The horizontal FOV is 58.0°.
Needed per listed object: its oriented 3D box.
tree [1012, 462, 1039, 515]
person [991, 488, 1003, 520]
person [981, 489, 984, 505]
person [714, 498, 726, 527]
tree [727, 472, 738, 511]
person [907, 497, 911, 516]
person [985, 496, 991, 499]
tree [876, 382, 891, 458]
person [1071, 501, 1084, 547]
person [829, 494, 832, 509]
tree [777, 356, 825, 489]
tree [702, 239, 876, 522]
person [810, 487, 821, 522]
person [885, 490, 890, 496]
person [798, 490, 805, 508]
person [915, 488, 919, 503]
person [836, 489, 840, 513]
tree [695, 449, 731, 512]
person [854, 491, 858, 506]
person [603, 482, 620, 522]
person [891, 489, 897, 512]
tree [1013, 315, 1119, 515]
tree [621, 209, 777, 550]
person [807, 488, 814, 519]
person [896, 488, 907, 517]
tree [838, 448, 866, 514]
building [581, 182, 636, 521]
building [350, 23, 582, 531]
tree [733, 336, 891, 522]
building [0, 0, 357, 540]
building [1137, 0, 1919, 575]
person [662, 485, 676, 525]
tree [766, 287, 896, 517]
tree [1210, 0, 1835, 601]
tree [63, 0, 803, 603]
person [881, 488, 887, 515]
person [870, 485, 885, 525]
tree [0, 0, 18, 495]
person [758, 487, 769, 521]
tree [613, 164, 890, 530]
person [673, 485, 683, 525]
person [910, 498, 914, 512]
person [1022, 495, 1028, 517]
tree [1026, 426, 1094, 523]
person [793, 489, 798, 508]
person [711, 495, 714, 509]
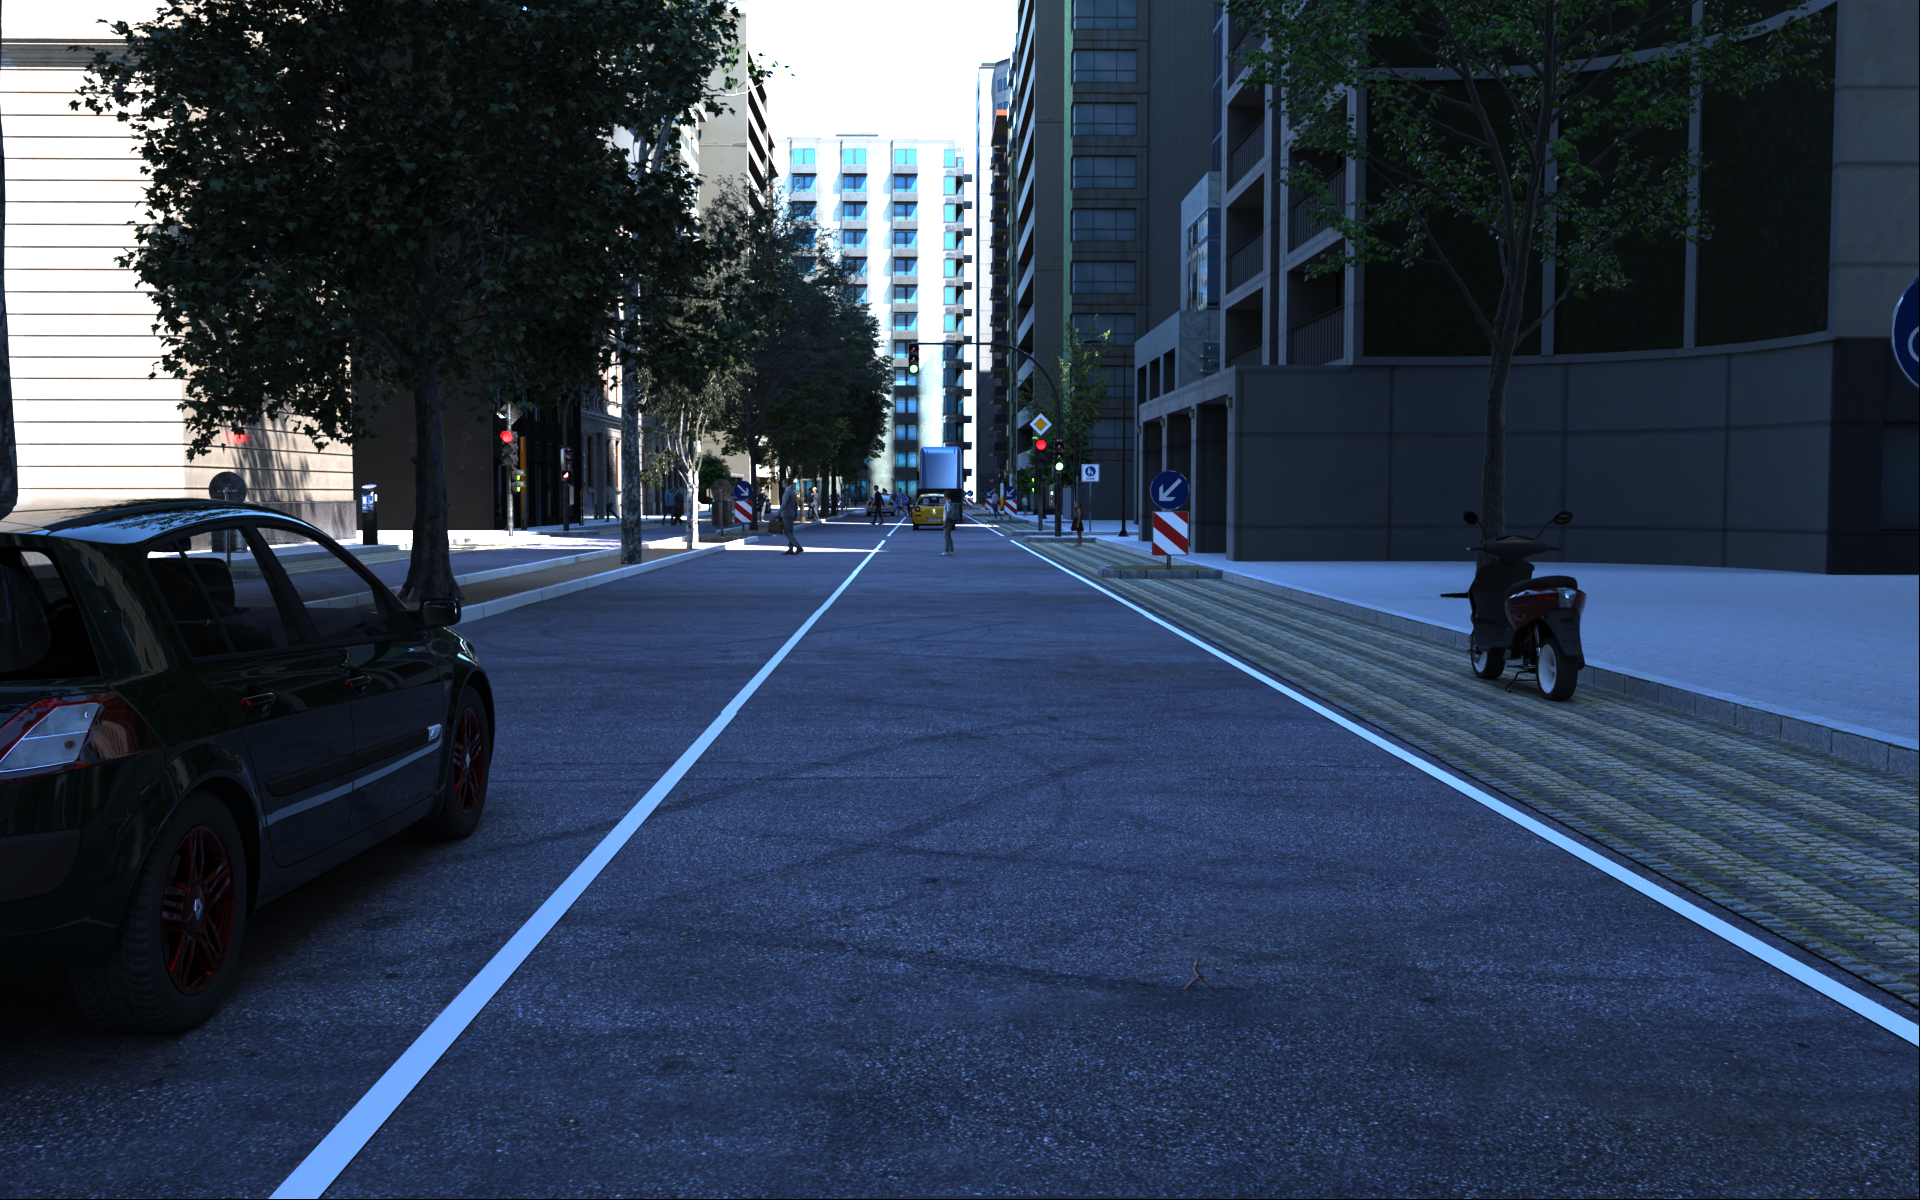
[{"bbox_3d":[4.121,-6.748,104.932,1.663,3.219,1.824,0,3,0],"label":"tree"},{"bbox_3d":[2.061,-5.225,94.601,0.598,1.740,0.731,1,4,23],"label":"person"},{"bbox_3d":[2.575,-11.603,195.750,0.705,1.824,1.348,1,4,10],"label":"person"},{"bbox_3d":[-10.299,-4.052,74.740,0.713,1.824,0.794,0,4,-8],"label":"person"},{"bbox_3d":[-17.571,-8.374,131.508,1.663,3.219,1.824,0,3,0],"label":"tree"},{"bbox_3d":[-3.222,-5.982,110.972,0.373,1.253,0.362,-2,4,-35],"label":"person"},{"bbox_3d":[2.841,-9.785,166.741,1.217,1.735,0.721,-3,4,-38],"label":"person"},{"bbox_3d":[-8.506,-11.900,115.150,7.486,12.596,7.792,0,3,0],"label":"tree"},{"bbox_3d":[3.168,-2.059,46.838,0.373,1.253,0.362,0,4,-7],"label":"person"},{"bbox_3d":[-12.471,-9.713,168.124,0.721,1.723,1.217,3,5,39],"label":"person"},{"bbox_3d":[-7.941,-7.866,81.433,4.360,8.622,3.978,0,3,0],"label":"tree"},{"bbox_3d":[-7.784,-9.451,75.110,7.486,12.596,7.792,0,3,0],"label":"tree"},{"bbox_3d":[-7.250,-4.790,87.242,0.534,1.772,0.576,0,4,4],"label":"person"},{"bbox_3d":[-6.572,-8.859,153.352,1.348,1.824,0.705,-3,5,-40],"label":"person"},{"bbox_3d":[-15.939,-9.895,170.381,1.348,1.812,0.705,0,4,-7],"label":"person"},{"bbox_3d":[-3.082,-7.237,126.635,0.655,1.846,0.447,-3,5,-43],"label":"person"},{"bbox_3d":[-9.187,-7.312,128.322,0.678,1.792,0.850,1,4,9],"label":"person"},{"bbox_3d":[-18.131,-8.617,124.606,4.285,4.588,4.351,0,3,0],"label":"tree"},{"bbox_3d":[-12.293,-11.994,204.677,0.705,1.814,1.350,0,4,6],"label":"person"},{"bbox_3d":[-15.923,-4.474,79.037,0.795,1.843,0.661,-1,4,-12],"label":"person"},{"bbox_3d":[-5.224,-7.701,134.593,0.590,1.801,0.661,-3,4,-37],"label":"person"},{"bbox_3d":[4.601,-7.372,70.888,4.737,8.622,4.395,0,3,0],"label":"tree"},{"bbox_3d":[-6.970,-5.604,44.442,4.360,8.622,3.978,0,3,0],"label":"tree"},{"bbox_3d":[-8.418,-5.494,98.531,0.583,1.804,0.606,0,4,6],"label":"person"},{"bbox_3d":[-3.665,-6.026,107.115,0.778,1.811,0.616,-2,4,-31],"label":"person"},{"bbox_3d":[-8.267,-10.315,121.476,4.737,8.622,4.395,0,3,0],"label":"tree"},{"bbox_3d":[-23.187,-15.329,86.791,11.583,22.565,21.152,0,4,-1],"label":"building"},{"bbox_3d":[-22.633,-14.550,67.578,12.332,23.373,15.834,0,4,-1],"label":"building"},{"bbox_3d":[-8.036,-9.832,97.628,8.767,10.594,7.601,0,4,-1],"label":"tree"},{"bbox_3d":[-29.372,-15.040,43.166,25.104,27.353,12.463,0,4,-1],"label":"building"},{"bbox_3d":[15.319,-36.530,35.519,20.563,71.187,20.611,0,4,-1],"label":"building"},{"bbox_3d":[-13.212,-4.302,78.702,0.638,1.841,0.748,-3,5,-43],"label":"person"},{"bbox_3d":[-8.349,-12.062,106.333,9.857,13.997,8.962,0,3,0],"label":"tree"},{"bbox_3d":[6.653,-5.819,20.892,9.928,11.665,9.643,0,3,0],"label":"tree"},{"bbox_3d":[-7.073,-6.327,22.912,9.611,12.733,9.660,0,3,0],"label":"tree"},{"bbox_3d":[-5.193,-6.731,118.427,0.514,1.842,0.818,0,4,-4],"label":"person"},{"bbox_3d":[-3.920,-4.477,81.475,0.755,1.850,0.659,-1,4,-10],"label":"person"},{"bbox_3d":[-7.542,-9.366,11.483,12.611,20.169,13.585,0,3,0],"label":"tree"},{"bbox_3d":[-10.266,-5.009,90.570,0.590,1.801,0.661,-3,5,-43],"label":"person"},{"bbox_3d":[-7.689,-9.263,64.271,12.009,13.543,11.850,0,3,0],"label":"tree"},{"bbox_3d":[-13.005,-4.359,79.735,0.622,1.834,0.822,3,5,42],"label":"person"},{"bbox_3d":[-3.584,-7.220,132.050,1.012,1.151,0.738,-1,4,-15],"label":"person"},{"bbox_3d":[3.682,-5.383,98.741,0.332,1.250,0.352,1,4,17],"label":"person"},{"bbox_3d":[4.559,-5.787,78.339,4.285,4.588,4.351,0,3,0],"label":"tree"},{"bbox_3d":[-10.499,-6.101,108.599,0.694,1.780,0.624,-3,5,-43],"label":"person"},{"bbox_3d":[-13.309,-5.238,94.392,0.600,1.795,0.529,-3,5,-42],"label":"person"}]
